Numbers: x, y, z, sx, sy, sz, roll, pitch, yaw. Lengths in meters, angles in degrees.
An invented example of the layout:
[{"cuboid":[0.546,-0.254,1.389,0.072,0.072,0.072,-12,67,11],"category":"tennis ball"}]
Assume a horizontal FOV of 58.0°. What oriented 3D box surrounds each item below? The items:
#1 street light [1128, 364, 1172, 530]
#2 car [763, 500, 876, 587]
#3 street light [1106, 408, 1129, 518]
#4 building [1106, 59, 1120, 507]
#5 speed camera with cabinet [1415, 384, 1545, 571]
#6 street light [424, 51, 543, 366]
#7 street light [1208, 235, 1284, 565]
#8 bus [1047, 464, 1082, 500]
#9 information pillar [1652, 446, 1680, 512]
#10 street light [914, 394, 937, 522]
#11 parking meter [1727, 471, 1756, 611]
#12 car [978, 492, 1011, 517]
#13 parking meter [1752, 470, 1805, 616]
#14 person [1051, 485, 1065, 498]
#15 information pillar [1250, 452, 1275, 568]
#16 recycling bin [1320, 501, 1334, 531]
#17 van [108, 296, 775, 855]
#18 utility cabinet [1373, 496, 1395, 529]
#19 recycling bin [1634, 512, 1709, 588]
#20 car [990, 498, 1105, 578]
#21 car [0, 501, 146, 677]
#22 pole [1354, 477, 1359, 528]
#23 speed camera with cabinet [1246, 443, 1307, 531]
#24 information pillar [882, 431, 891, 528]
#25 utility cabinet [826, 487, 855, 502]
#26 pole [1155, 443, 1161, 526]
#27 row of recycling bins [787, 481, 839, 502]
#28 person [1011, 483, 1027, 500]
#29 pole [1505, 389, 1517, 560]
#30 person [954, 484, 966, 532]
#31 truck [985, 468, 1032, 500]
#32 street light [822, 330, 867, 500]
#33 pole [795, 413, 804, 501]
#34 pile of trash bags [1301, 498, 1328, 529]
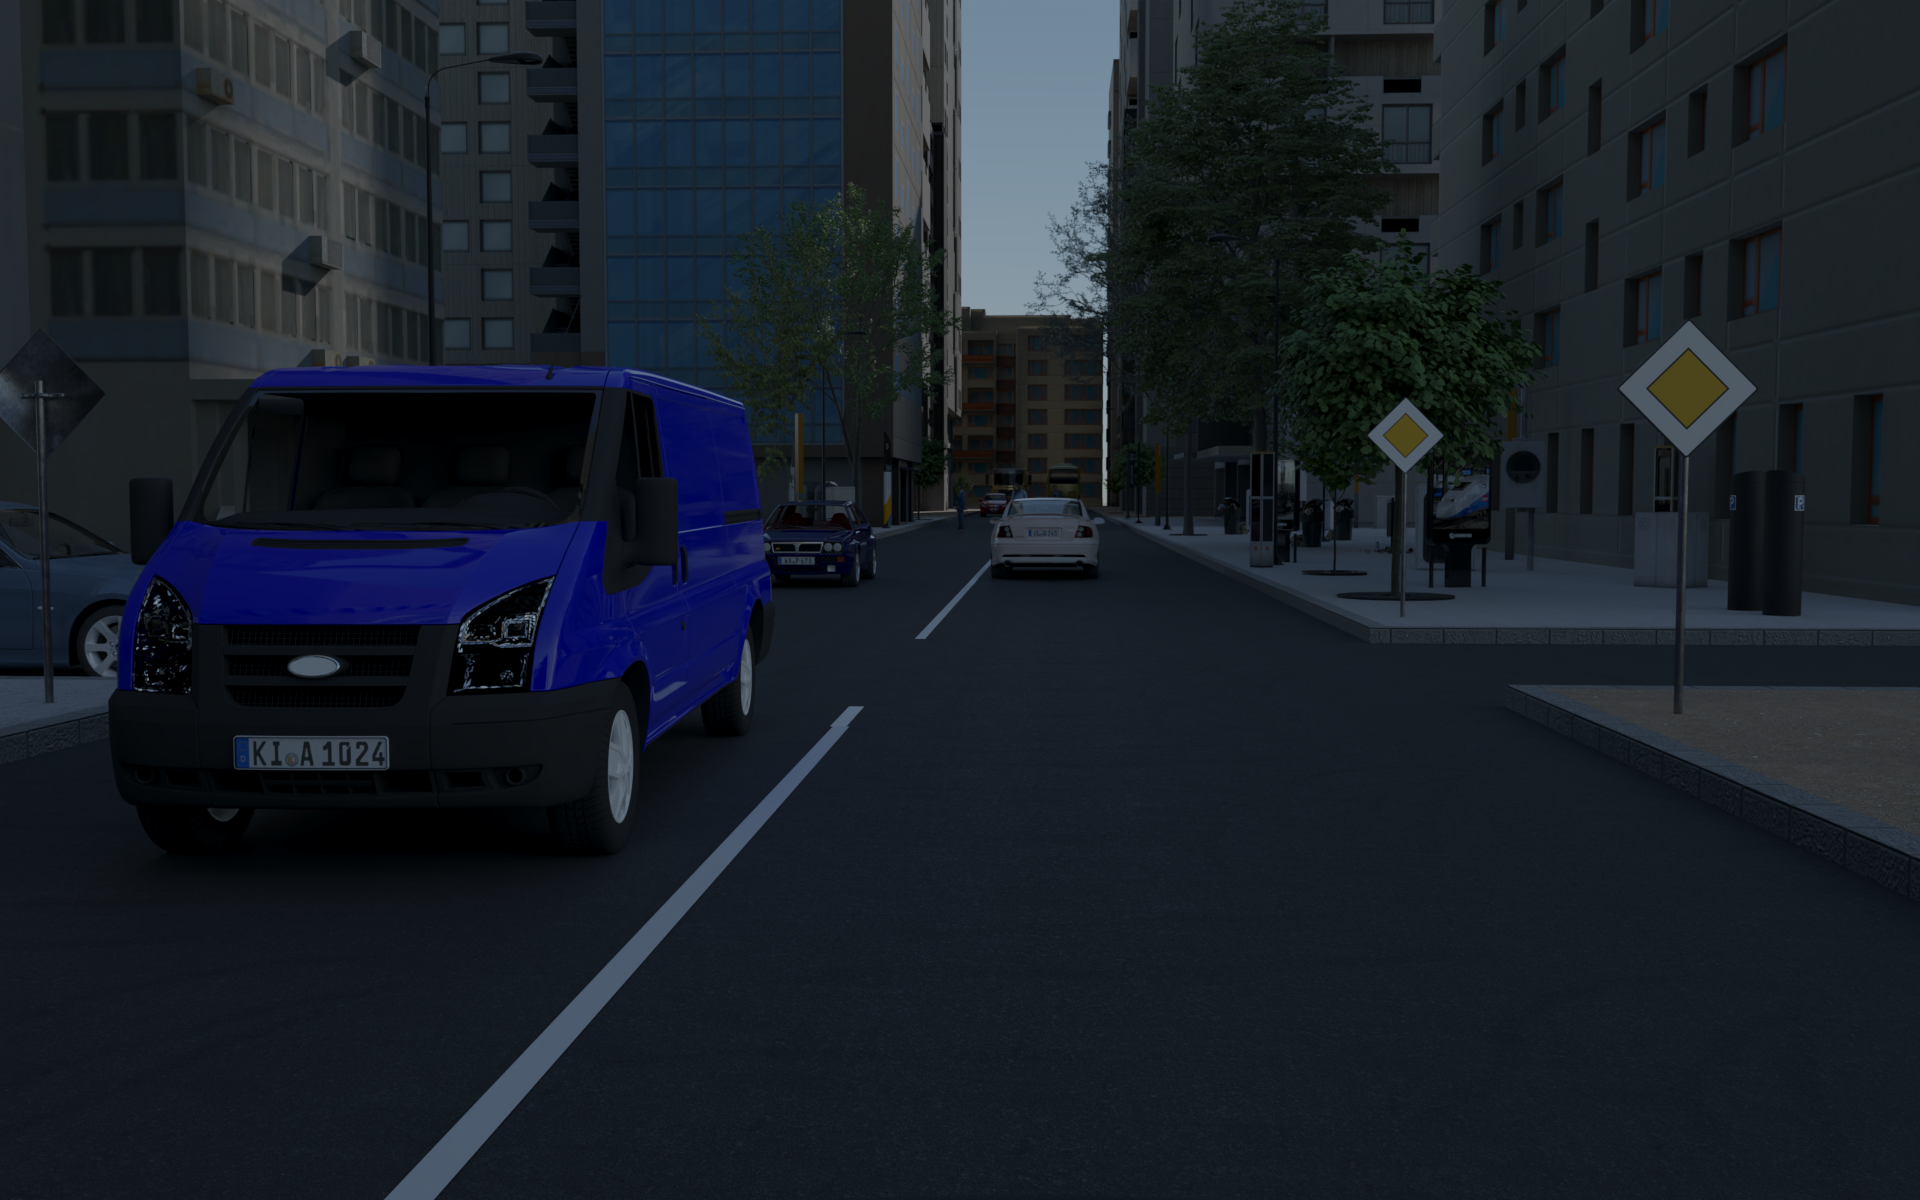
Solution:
[{"cuboid":[6.905,-5.476,62.080,1.470,5.913,1.316,0,4,3],"category":"street light"},{"cuboid":[-2.359,-0.945,28.033,1.945,1.354,3.894,0,4,3],"category":"car"},{"cuboid":[8.504,-7.369,93.022,1.470,5.913,1.316,0,4,3],"category":"street light"},{"cuboid":[26.510,-34.371,185.667,21.600,48.544,21.300,0,4,3],"category":"building"},{"cuboid":[8.693,-2.119,28.974,2.038,3.252,0.660,1,4,17],"category":"speed camera with cabinet"},{"cuboid":[-5.074,-2.803,18.371,1.470,5.913,1.316,0,4,3],"category":"street light"},{"cuboid":[5.135,-3.584,31.147,1.470,5.913,1.316,0,4,3],"category":"street light"},{"cuboid":[8.389,-9.046,139.440,2.896,3.916,12.252,0,4,4],"category":"bus"},{"cuboid":[10.767,-1.342,26.432,0.304,2.012,0.304,3,5,39],"category":"information pillar"},{"cuboid":[-1.746,-6.613,80.655,1.470,5.913,1.316,0,4,3],"category":"street light"},{"cuboid":[8.688,-0.654,19.107,0.372,1.533,0.369,0,3,0],"category":"parking meter"},{"cuboid":[2.244,-6.157,109.713,2.155,1.783,4.494,0,4,4],"category":"car"},{"cuboid":[8.706,-0.605,18.306,0.372,1.533,0.369,0,3,0],"category":"parking meter"},{"cuboid":[4.407,-4.249,77.773,0.655,1.846,0.447,1,4,16],"category":"person"},{"cuboid":[5.271,-1.573,30.218,0.304,2.012,0.304,-2,4,-32],"category":"information pillar"},{"cuboid":[12.866,-2.974,61.175,0.722,1.027,0.722,2,4,31],"category":"recycling bin"},{"cuboid":[-2.223,-0.262,8.674,2.240,2.365,5.245,0,4,1],"category":"van"},{"cuboid":[15.877,-3.245,64.221,1.020,1.237,0.306,0,4,-8],"category":"utility cabinet"},{"cuboid":[9.841,-0.698,23.961,0.722,1.027,0.722,-3,4,-37],"category":"recycling bin"},{"cuboid":[1.542,-1.132,30.873,2.083,1.381,4.827,0,4,4],"category":"car"},{"cuboid":[-7.649,-0.095,13.548,4.499,1.417,2.014,0,4,1],"category":"car"},{"cuboid":[14.900,-4.357,65.081,0.158,3.312,0.155,0,3,0],"category":"pole"},{"cuboid":[10.953,-4.016,59.995,2.038,3.252,0.660,3,4,37],"category":"speed camera with cabinet"},{"cuboid":[-2.715,-4.484,64.669,0.183,3.616,0.504,1,4,22],"category":"information pillar"},{"cuboid":[-3.605,-2.653,52.057,0.318,1.500,1.173,2,4,29],"category":"utility cabinet"},{"cuboid":[7.981,-4.645,69.793,0.158,3.312,0.155,0,3,0],"category":"pole"},{"cuboid":[-4.838,-3.054,57.041,1.069,1.692,3.534,-2,4,-24],"category":"row of recycling bins"},{"cuboid":[2.056,-3.042,58.506,0.793,1.790,0.793,0,4,-5],"category":"person"},{"cuboid":[10.714,-2.436,33.672,0.158,3.312,0.155,0,3,0],"category":"pole"},{"cuboid":[0.039,-3.468,65.385,0.419,1.800,0.721,-1,4,-9],"category":"person"},{"cuboid":[3.888,-8.380,132.937,3.469,3.379,9.791,0,4,4],"category":"truck"},{"cuboid":[-3.344,-4.695,49.306,1.470,5.913,1.316,0,4,3],"category":"street light"},{"cuboid":[-4.067,-3.060,43.872,0.158,3.312,0.155,0,3,0],"category":"pole"},{"cuboid":[12.375,-3.311,63.887,3.447,1.369,1.912,0,4,5],"category":"pile of trash bags"}]
